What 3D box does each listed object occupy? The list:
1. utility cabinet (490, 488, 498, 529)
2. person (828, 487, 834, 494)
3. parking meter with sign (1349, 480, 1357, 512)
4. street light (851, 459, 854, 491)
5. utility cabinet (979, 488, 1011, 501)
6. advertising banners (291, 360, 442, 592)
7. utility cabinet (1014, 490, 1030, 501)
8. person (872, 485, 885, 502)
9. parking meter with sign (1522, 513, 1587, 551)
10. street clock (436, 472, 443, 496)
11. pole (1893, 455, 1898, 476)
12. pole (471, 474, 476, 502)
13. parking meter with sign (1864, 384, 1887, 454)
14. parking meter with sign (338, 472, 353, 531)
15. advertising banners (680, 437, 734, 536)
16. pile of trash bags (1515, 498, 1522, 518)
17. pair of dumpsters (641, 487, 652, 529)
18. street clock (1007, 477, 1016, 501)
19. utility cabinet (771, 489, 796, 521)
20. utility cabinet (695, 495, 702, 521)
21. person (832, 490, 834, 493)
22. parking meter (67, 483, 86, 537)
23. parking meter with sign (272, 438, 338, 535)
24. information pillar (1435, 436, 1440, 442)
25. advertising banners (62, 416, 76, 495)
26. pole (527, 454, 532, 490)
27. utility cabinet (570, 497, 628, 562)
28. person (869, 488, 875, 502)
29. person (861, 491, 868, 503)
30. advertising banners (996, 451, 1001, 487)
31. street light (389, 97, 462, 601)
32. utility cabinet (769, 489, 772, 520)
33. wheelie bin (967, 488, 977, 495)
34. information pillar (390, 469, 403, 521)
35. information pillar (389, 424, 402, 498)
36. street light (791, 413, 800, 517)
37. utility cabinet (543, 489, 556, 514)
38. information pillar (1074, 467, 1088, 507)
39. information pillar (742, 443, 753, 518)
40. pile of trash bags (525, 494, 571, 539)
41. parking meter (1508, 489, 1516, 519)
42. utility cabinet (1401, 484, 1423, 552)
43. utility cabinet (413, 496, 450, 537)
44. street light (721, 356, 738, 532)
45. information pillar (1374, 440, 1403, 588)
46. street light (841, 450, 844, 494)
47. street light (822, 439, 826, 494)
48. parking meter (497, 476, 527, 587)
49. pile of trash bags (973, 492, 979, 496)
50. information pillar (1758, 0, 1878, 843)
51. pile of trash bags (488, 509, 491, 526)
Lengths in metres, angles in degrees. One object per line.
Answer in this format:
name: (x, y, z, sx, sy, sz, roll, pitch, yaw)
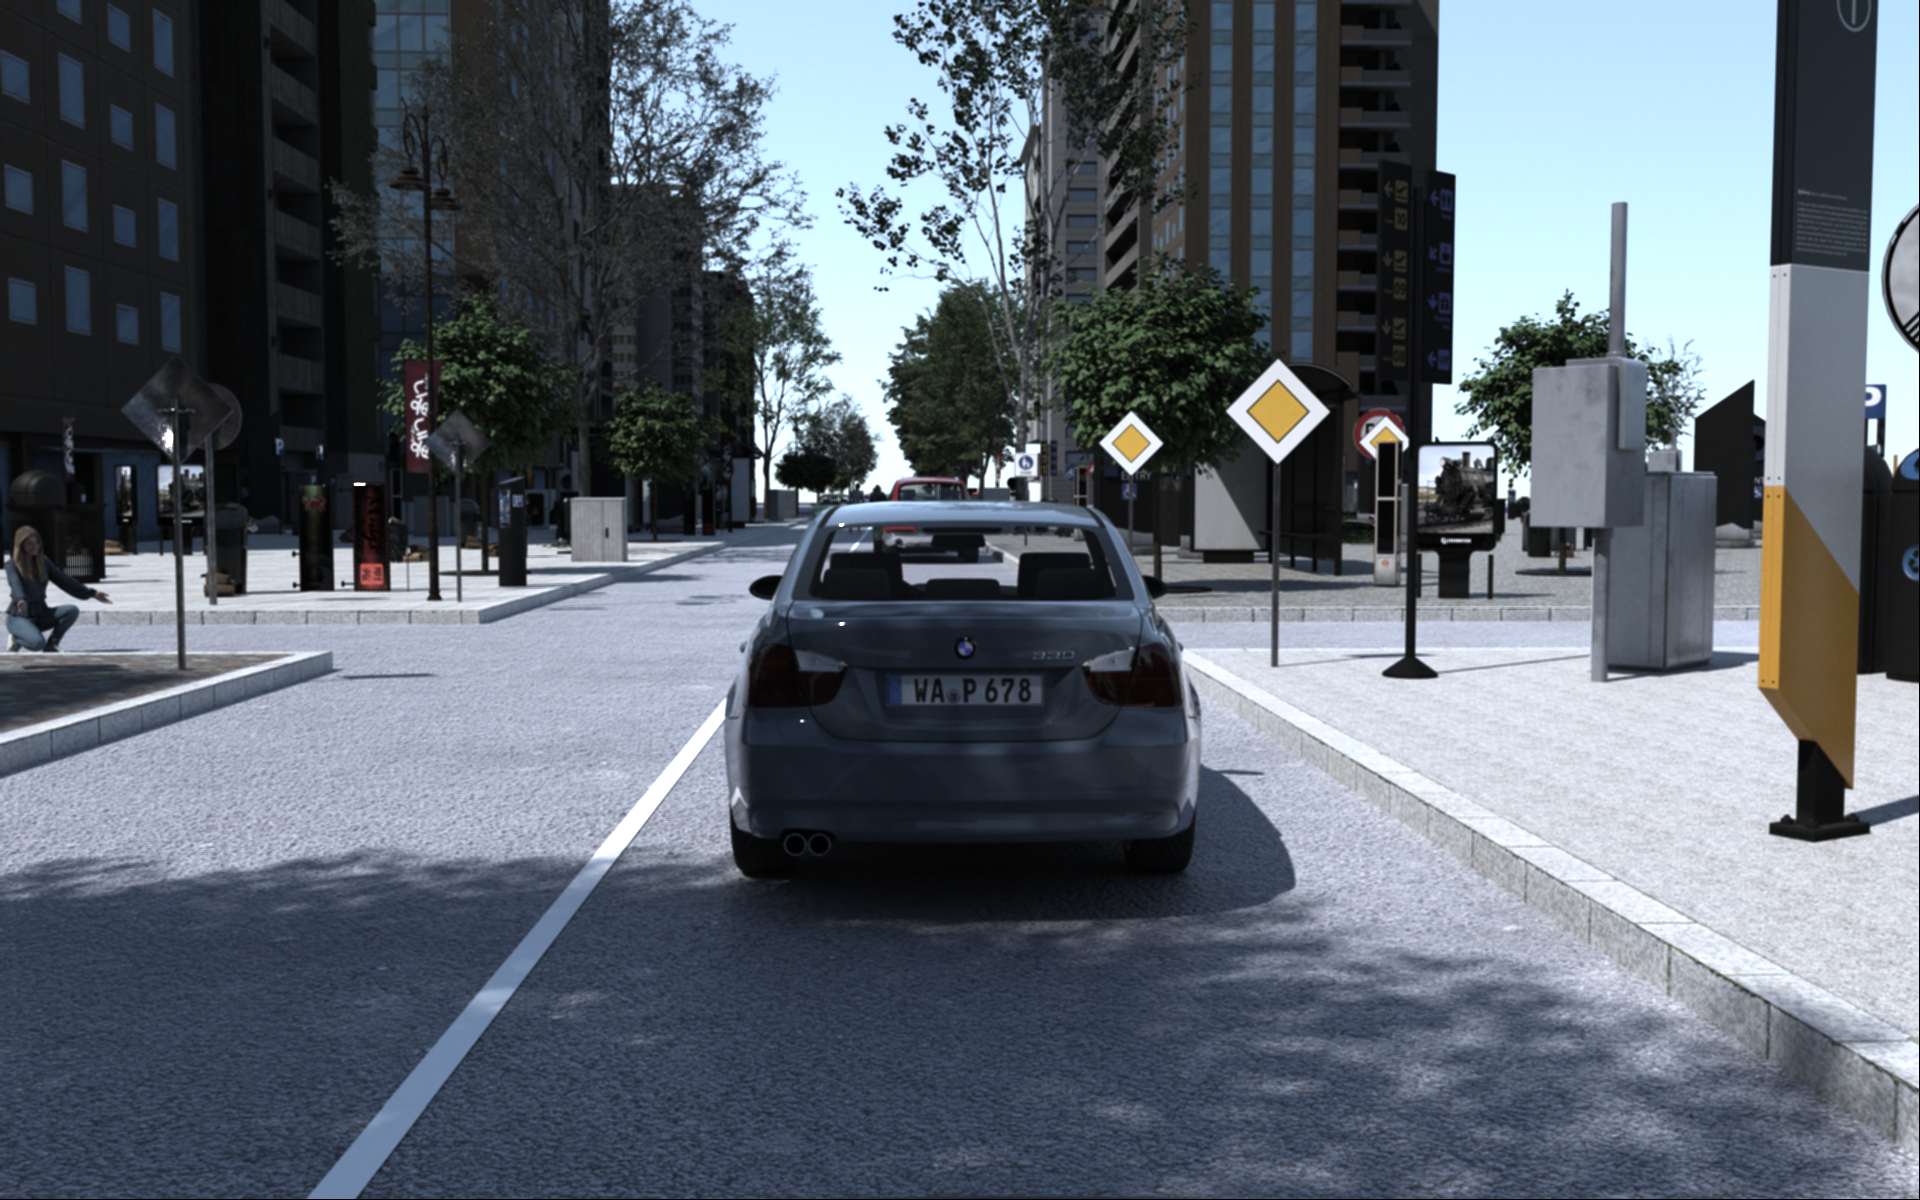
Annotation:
utility cabinet: (-16.722, -3.334, 63.197, 0.318, 1.500, 1.173, -3, 5, -44)
person: (-6.634, -4.933, 89.378, 0.641, 1.798, 0.478, -1, 4, -20)
parking meter with sign: (20.340, -5.633, 88.353, 0.543, 3.016, 1.738, 2, 4, 33)
street light: (-13.517, -14.974, 217.617, 0.468, 5.910, 1.993, 0, 4, -2)
utility cabinet: (1.214, -3.200, 60.993, 1.173, 1.500, 0.318, -2, 4, -32)
advertising banners: (-7.760, -1.621, 22.696, 2.074, 3.025, 0.090, 0, 4, 5)
utility cabinet: (3.349, -5.210, 93.861, 0.318, 1.500, 1.173, 2, 4, 31)
person: (-3.143, -3.588, 67.351, 0.537, 1.800, 0.526, 0, 4, 1)
parking meter with sign: (13.463, -2.610, 38.938, 1.738, 3.016, 0.543, -2, 4, -25)
street clock: (-16.797, -3.121, 55.591, 0.471, 2.002, 0.358, 3, 4, 36)
pole: (48.703, -5.895, 90.234, 0.158, 3.312, 0.155, 0, 3, 0)
pole: (-19.014, -4.515, 67.658, 0.158, 3.312, 0.155, 0, 3, 0)
parking meter with sign: (14.000, -1.876, 26.930, 0.543, 3.016, 1.738, 2, 4, 31)
parking meter with sign: (-21.821, -3.971, 61.187, 0.543, 3.016, 1.738, 3, 4, 38)
advertising banners: (-7.828, -3.520, 53.732, 2.074, 3.025, 0.090, 2, 4, 29)
pile of trash bags: (31.835, -5.247, 95.548, 3.447, 1.369, 1.912, -3, 5, -44)
pair of dumpsters: (-12.109, -3.757, 63.925, 1.574, 2.255, 4.437, 0, 4, -2)
street clock: (2.297, -4.327, 75.311, 0.471, 2.002, 0.358, 2, 4, 29)
utility cabinet: (-8.818, -4.817, 87.439, 1.173, 1.500, 0.318, -3, 5, -42)
utility cabinet: (-13.150, -4.696, 87.935, 0.306, 1.237, 1.020, 1, 4, 17)
person: (-7.507, -5.680, 102.298, 0.756, 1.711, 0.436, 3, 4, 37)
parking meter: (-19.713, -1.850, 38.663, 0.372, 1.533, 0.369, 0, 3, 0)
parking meter with sign: (-20.357, -3.516, 53.745, 1.738, 3.016, 0.543, 1, 4, 10)
information pillar: (19.289, -4.803, 69.889, 0.183, 3.616, 0.504, -1, 4, -12)
advertising banners: (-20.127, -2.576, 38.308, 0.090, 3.025, 2.074, 0, 4, 6)
pole: (-16.091, -4.336, 64.744, 0.158, 3.312, 0.155, 0, 3, 0)
utility cabinet: (-6.831, -1.322, 32.777, 1.020, 1.237, 0.306, 0, 4, 6)
person: (-5.899, -6.805, 119.623, 0.709, 1.838, 0.599, 1, 4, 13)
person: (-8.798, -9.084, 157.738, 0.721, 1.743, 1.217, 3, 4, 37)
advertising banners: (1.275, -4.635, 71.963, 0.090, 3.025, 2.074, -1, 4, -22)
street light: (-6.348, -2.933, 20.745, 0.468, 5.910, 1.993, 0, 4, -2)
utility cabinet: (-10.149, -5.213, 93.918, 0.318, 1.500, 1.173, 0, 4, 5)
wheelie bin: (0.635, -5.159, 92.259, 0.980, 1.594, 0.693, 0, 3, 0)
information pillar: (-16.315, -2.793, 50.161, 0.304, 2.012, 0.304, -1, 4, -23)
information pillar: (-18.890, -4.070, 57.897, 0.504, 3.616, 0.183, 3, 4, 39)
street light: (-9.181, -7.608, 97.177, 0.468, 5.910, 1.993, 0, 4, -2)
utility cabinet: (-19.097, -4.370, 80.127, 0.318, 1.500, 1.173, -3, 4, -39)
information pillar: (3.284, -2.602, 47.043, 0.304, 2.012, 0.304, -1, 4, -15)
information pillar: (-9.802, -5.429, 80.118, 0.504, 3.616, 0.183, 0, 4, 1)
pile of trash bags: (-11.393, -2.461, 49.993, 3.447, 1.369, 1.912, 0, 4, 2)
parking meter: (28.000, -4.862, 87.903, 0.372, 1.533, 0.369, 0, 3, 0)
utility cabinet: (9.756, -1.804, 38.180, 1.173, 1.500, 0.318, -1, 4, -16)
utility cabinet: (-15.839, -2.492, 51.904, 1.020, 1.237, 0.306, 0, 4, 6)
street light: (-7.729, -5.219, 58.118, 0.468, 5.910, 1.993, 0, 4, -2)
information pillar: (5.910, -1.186, 23.888, 0.304, 2.012, 0.304, 2, 4, 27)
street light: (-12.200, -12.690, 180.267, 0.468, 5.910, 1.993, 0, 4, -2)
street light: (-10.562, -9.892, 134.524, 0.468, 5.910, 1.993, 0, 4, -2)
parking meter: (-6.227, -0.958, 24.074, 0.372, 1.533, 0.369, 0, 3, 0)
pile of trash bags: (1.097, -4.849, 89.031, 1.912, 1.369, 3.447, 1, 4, 10)
information pillar: (3.172, -0.919, 6.383, 0.504, 3.616, 0.183, -2, 4, -30)
pile of trash bags: (-17.309, -3.542, 67.670, 1.912, 1.369, 3.447, -2, 4, -26)
